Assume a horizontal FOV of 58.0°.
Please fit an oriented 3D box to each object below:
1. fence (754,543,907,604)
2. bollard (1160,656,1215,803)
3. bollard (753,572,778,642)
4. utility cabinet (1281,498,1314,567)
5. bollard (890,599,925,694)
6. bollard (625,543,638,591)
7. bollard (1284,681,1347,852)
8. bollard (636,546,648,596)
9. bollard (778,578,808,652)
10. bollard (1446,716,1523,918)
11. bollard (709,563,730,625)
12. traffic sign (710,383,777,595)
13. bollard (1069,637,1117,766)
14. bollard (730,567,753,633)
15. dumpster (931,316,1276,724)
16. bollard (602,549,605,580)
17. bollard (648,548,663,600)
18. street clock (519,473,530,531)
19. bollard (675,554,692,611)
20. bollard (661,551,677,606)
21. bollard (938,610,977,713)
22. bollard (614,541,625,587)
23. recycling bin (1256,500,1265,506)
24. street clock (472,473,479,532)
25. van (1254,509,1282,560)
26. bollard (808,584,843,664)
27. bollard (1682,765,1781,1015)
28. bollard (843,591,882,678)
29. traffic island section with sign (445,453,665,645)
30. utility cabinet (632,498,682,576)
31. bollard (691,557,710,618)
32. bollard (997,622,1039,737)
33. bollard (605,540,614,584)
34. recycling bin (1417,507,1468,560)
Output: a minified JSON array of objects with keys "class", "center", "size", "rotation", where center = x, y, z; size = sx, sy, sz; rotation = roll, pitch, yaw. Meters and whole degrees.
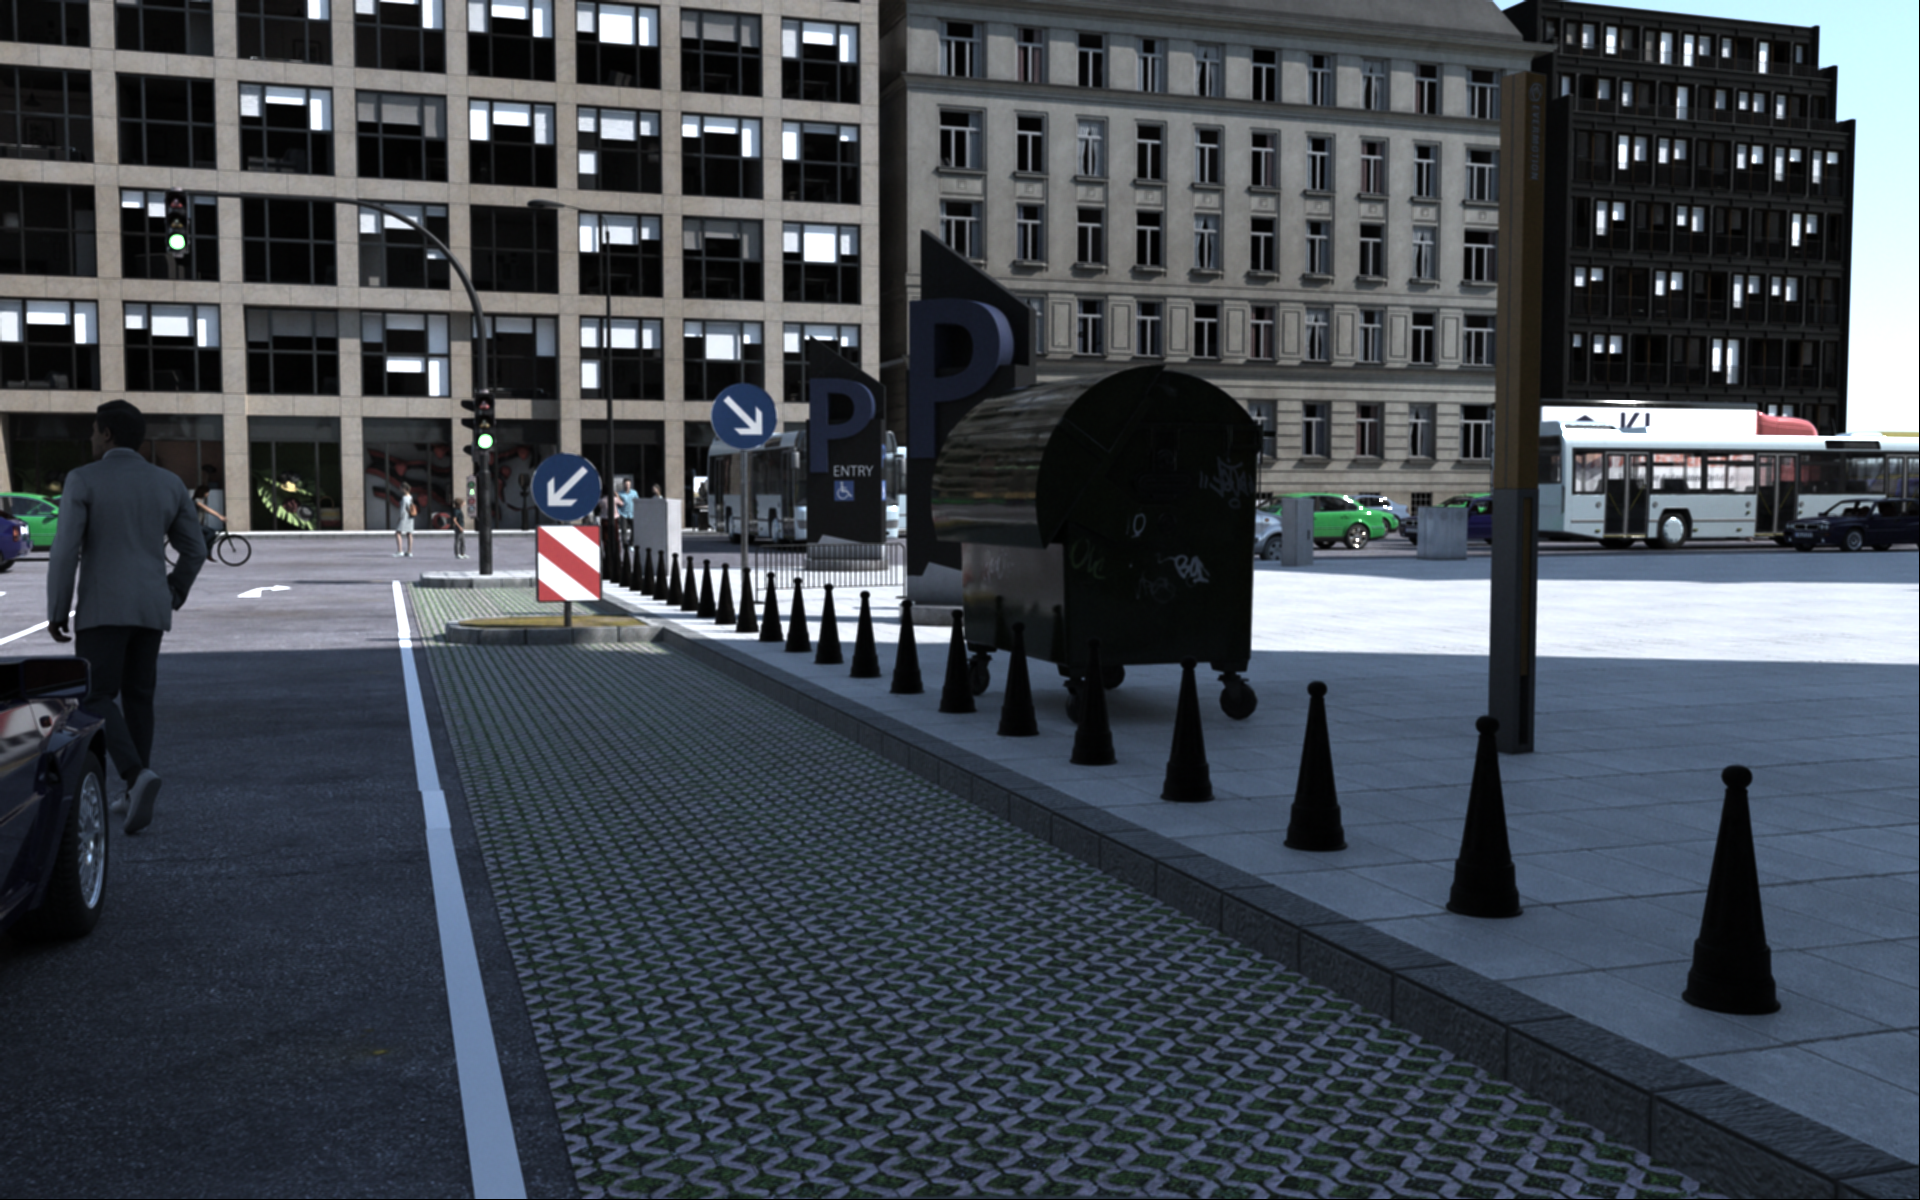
[{"class":"fence","center":[-1.533,-0.330,20.767],"size":[2.069,0.683,0.278],"rotation":[-2,4,-30]},{"class":"bollard","center":[0.961,0.535,7.294],"size":[0.229,0.601,0.229],"rotation":[0,3,0]},{"class":"bollard","center":[-1.647,0.057,15.105],"size":[0.229,0.601,0.229],"rotation":[0,3,0]},{"class":"utility cabinet","center":[6.065,-1.217,31.060],"size":[0.306,1.237,1.020],"rotation":[2,4,29]},{"class":"bollard","center":[-0.342,0.297,11.193],"size":[0.229,0.601,0.229],"rotation":[0,3,0]},{"class":"bollard","center":[-4.279,-0.423,22.958],"size":[0.229,0.601,0.229],"rotation":[0,3,0]},{"class":"bollard","center":[1.297,0.596,6.305],"size":[0.229,0.601,0.229],"rotation":[0,3,0]},{"class":"bollard","center":[-3.944,-0.362,21.960],"size":[0.229,0.601,0.229],"rotation":[0,3,0]},{"class":"bollard","center":[-1.320,0.118,14.119],"size":[0.229,0.601,0.229],"rotation":[0,3,0]},{"class":"bollard","center":[1.618,0.655,5.329],"size":[0.229,0.601,0.229],"rotation":[0,3,0]},{"class":"bollard","center":[-2.310,-0.063,17.071],"size":[0.229,0.601,0.229],"rotation":[0,3,0]},{"class":"traffic sign","center":[-2.485,-1.213,19.933],"size":[0.768,2.556,0.104],"rotation":[-1,4,-14]},{"class":"bollard","center":[0.638,0.475,8.272],"size":[0.229,0.601,0.229],"rotation":[0,3,0]},{"class":"bollard","center":[-1.978,-0.003,16.087],"size":[0.229,0.601,0.229],"rotation":[0,3,0]},{"class":"dumpster","center":[0.823,-0.484,10.408],"size":[1.502,2.255,1.985],"rotation":[-1,4,-18]},{"class":"bollard","center":[-5.265,-0.603,25.899],"size":[0.229,0.601,0.229],"rotation":[0,3,0]},{"class":"bollard","center":[-3.619,-0.302,20.986],"size":[0.229,0.601,0.229],"rotation":[0,3,0]},{"class":"street clock","center":[-15.258,-3.434,60.719],"size":[0.358,2.002,0.471],"rotation":[-3,5,-39]},{"class":"bollard","center":[-2.964,-0.183,19.027],"size":[0.229,0.601,0.229],"rotation":[0,3,0]},{"class":"bollard","center":[-3.287,-0.242,20.005],"size":[0.229,0.601,0.229],"rotation":[0,3,0]},{"class":"bollard","center":[-0.015,0.356,10.219],"size":[0.229,0.601,0.229],"rotation":[0,3,0]},{"class":"bollard","center":[-4.606,-0.483,23.933],"size":[0.229,0.601,0.229],"rotation":[0,3,0]},{"class":"recycling bin","center":[12.207,-3.576,71.016],"size":[0.722,1.027,0.722],"rotation":[-1,4,-22]},{"class":"street clock","center":[-16.435,-3.332,59.040],"size":[0.471,2.002,0.358],"rotation":[0,4,-7]},{"class":"van","center":[4.778,-1.675,34.400],"size":[4.112,2.044,2.013],"rotation":[-1,4,-20]},{"class":"bollard","center":[-0.995,0.177,13.140],"size":[0.229,0.601,0.229],"rotation":[0,3,0]},{"class":"bollard","center":[1.947,0.715,4.356],"size":[0.229,0.601,0.229],"rotation":[0,3,0]},{"class":"bollard","center":[-0.666,0.237,12.167],"size":[0.229,0.601,0.229],"rotation":[0,3,0]},{"class":"traffic island section with sign","center":[-4.098,-0.529,17.274],"size":[1.989,1.847,2.006],"rotation":[-1,4,-18]},{"class":"utility cabinet","center":[-4.788,-0.995,27.429],"size":[0.306,1.237,1.020],"rotation":[-3,5,-41]},{"class":"bollard","center":[-2.638,-0.123,18.053],"size":[0.229,0.601,0.229],"rotation":[0,3,0]},{"class":"bollard","center":[0.311,0.416,9.246],"size":[0.229,0.601,0.229],"rotation":[0,3,0]},{"class":"bollard","center":[-4.933,-0.543,24.924],"size":[0.229,0.601,0.229],"rotation":[0,3,0]},{"class":"recycling bin","center":[9.451,-1.309,33.956],"size":[0.722,1.027,0.722],"rotation":[-1,4,-15]}]
